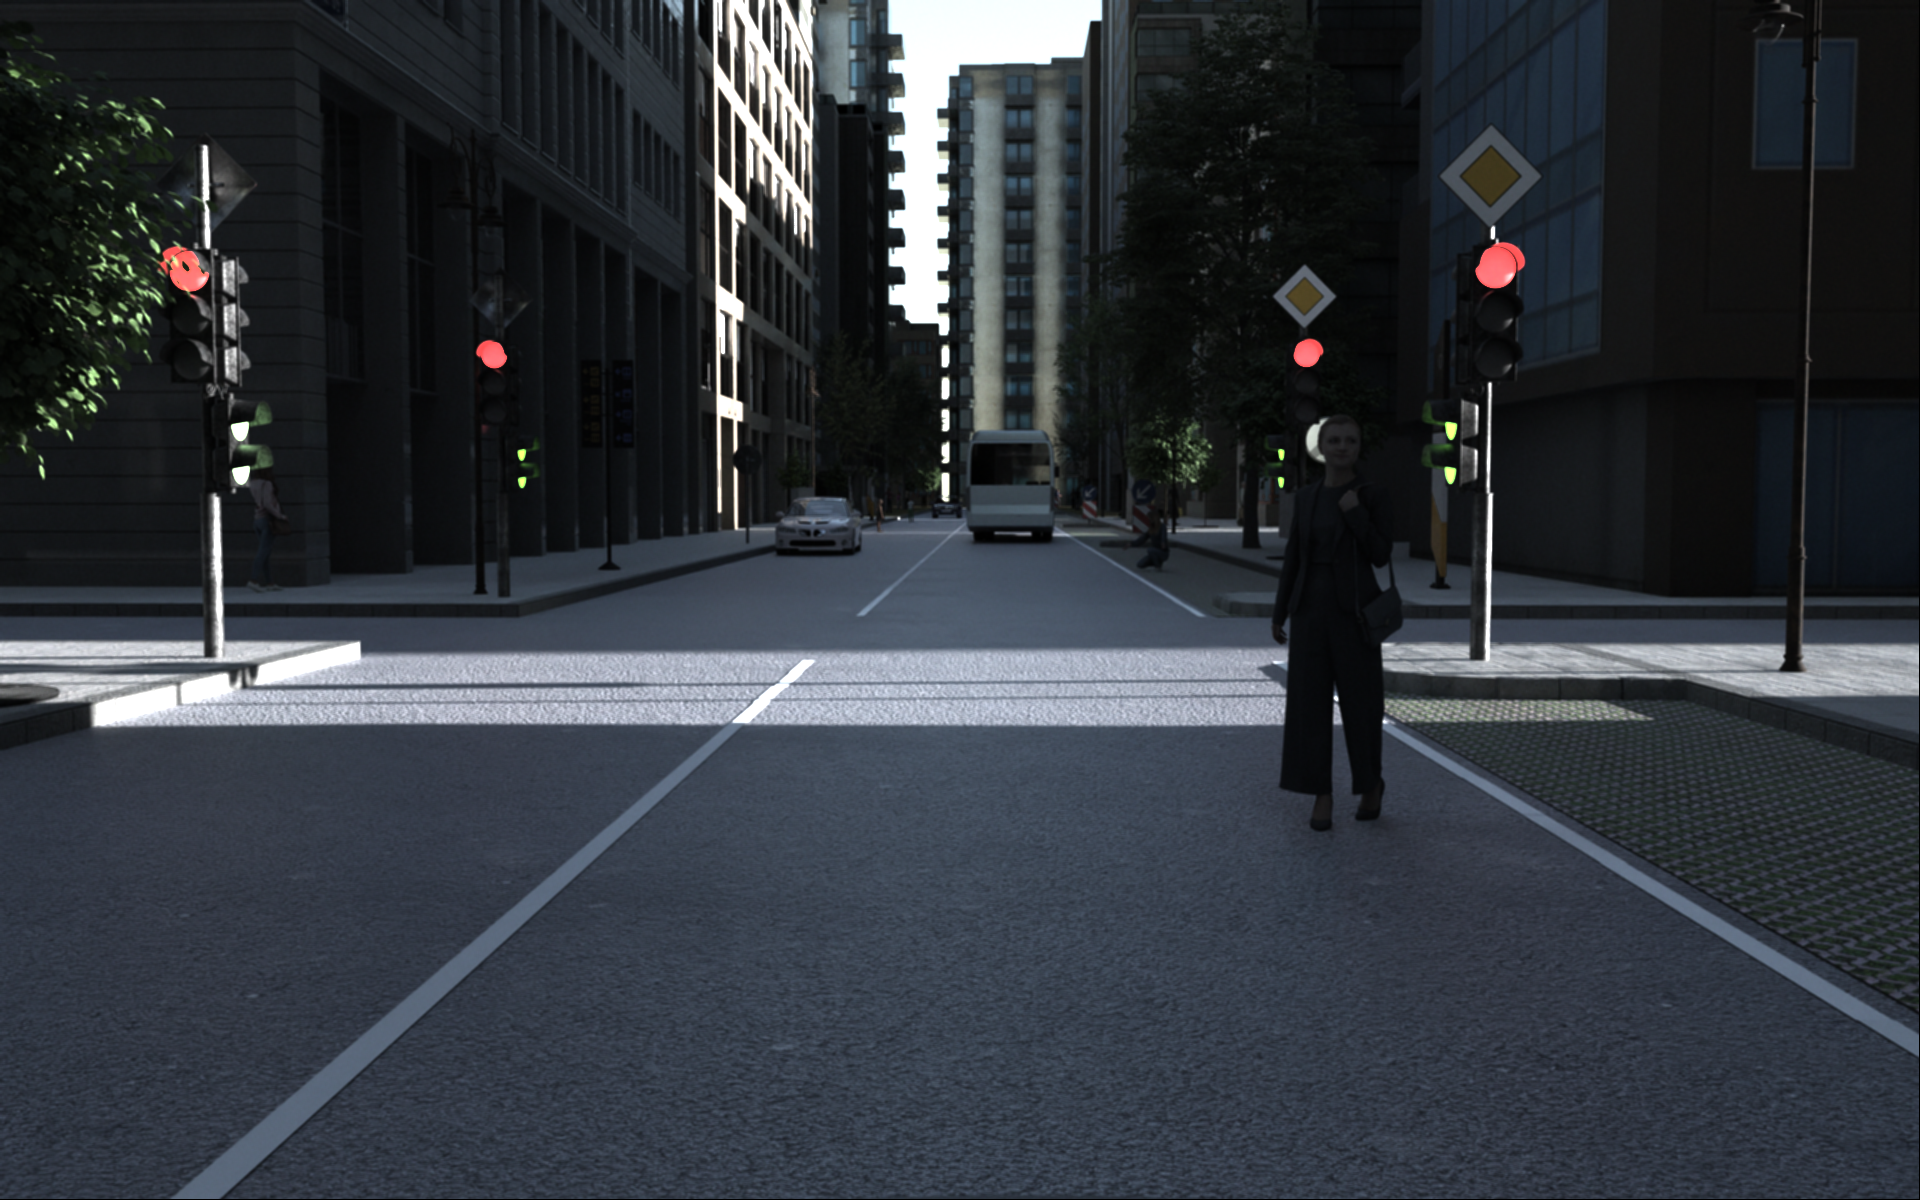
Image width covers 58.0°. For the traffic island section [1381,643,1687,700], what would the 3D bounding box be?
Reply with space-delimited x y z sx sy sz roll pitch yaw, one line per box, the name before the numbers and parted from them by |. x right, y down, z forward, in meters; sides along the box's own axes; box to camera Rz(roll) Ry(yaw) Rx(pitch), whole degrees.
traffic island section | 4.048 0.542 13.422 2.009 0.180 2.903 0 4 1

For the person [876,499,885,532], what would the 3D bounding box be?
person | -2.982 -3.165 64.921 0.373 1.253 0.362 -1 4 -15

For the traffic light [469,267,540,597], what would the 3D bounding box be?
traffic light | -5.673 -1.992 21.495 0.839 4.253 0.868 0 4 1

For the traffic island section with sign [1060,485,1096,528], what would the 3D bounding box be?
traffic island section with sign | 5.418 -4.021 74.377 1.989 1.847 2.006 0 4 1

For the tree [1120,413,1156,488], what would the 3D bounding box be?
tree | 7.423 -4.820 62.518 4.285 4.588 4.351 0 3 0

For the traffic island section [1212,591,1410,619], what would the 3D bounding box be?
traffic island section | 4.226 0.054 21.405 2.009 0.180 2.903 0 4 1

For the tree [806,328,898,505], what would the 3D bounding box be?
tree | -4.815 -7.718 76.546 4.737 8.622 4.395 0 3 0

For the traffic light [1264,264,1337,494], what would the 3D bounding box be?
traffic light | 4.186 -1.980 21.292 0.839 4.253 0.868 0 4 1

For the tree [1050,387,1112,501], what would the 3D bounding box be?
tree | 8.236 -10.259 118.094 4.360 8.622 3.978 0 3 0

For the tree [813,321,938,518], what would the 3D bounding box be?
tree | -5.237 -9.668 92.476 8.767 10.594 7.601 0 4 6

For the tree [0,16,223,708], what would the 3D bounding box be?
tree | -6.305 -1.646 10.621 4.285 4.588 4.351 0 3 0

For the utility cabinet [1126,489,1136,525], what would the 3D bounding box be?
utility cabinet | 7.061 -3.845 71.540 0.318 1.500 1.173 1 4 13

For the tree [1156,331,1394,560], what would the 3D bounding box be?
tree | 6.743 -3.089 34.211 4.285 4.588 4.351 0 3 0

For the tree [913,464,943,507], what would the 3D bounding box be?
tree | -3.320 -11.657 174.297 4.285 4.588 4.351 0 3 0

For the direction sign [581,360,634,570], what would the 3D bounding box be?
direction sign | -5.956 -2.283 29.327 0.876 3.537 0.379 0 4 -2

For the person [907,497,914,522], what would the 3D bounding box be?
person | -2.487 -4.579 87.623 0.306 1.304 0.590 -1 4 -12

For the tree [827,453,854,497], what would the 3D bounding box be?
tree | -5.668 -5.280 80.936 1.663 3.219 1.824 0 3 0

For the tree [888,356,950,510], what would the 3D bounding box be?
tree | -4.595 -13.668 141.600 7.486 12.596 7.792 0 3 0

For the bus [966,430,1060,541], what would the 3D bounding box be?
bus | 1.805 -3.778 56.633 2.948 3.499 13.247 0 4 3

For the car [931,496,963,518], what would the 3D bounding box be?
car | -0.765 -5.592 104.016 1.945 1.354 3.894 0 4 2

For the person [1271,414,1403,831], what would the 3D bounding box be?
person | 1.630 0.085 7.533 0.576 1.772 0.534 1 4 17

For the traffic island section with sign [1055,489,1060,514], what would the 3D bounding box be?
traffic island section with sign | 6.503 -7.003 123.134 1.989 1.847 2.006 0 4 1

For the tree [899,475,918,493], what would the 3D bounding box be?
tree | -4.367 -9.470 149.432 1.663 3.219 1.824 0 3 0

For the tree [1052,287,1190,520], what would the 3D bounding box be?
tree | 8.219 -9.898 87.585 9.928 11.665 9.643 0 3 0

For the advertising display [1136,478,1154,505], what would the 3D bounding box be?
advertising display | 7.181 -3.798 67.319 0.123 1.923 0.974 -2 4 -34

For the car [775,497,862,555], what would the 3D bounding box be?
car | -3.418 -1.835 42.370 2.083 1.381 4.827 0 3 0

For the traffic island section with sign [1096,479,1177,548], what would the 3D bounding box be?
traffic island section with sign | 4.806 -2.342 46.913 1.989 1.847 2.006 0 4 1

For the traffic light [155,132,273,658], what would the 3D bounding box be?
traffic light | -5.851 -1.504 13.511 0.839 4.253 0.868 0 4 1

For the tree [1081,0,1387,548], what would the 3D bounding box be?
tree | 6.526 -7.487 40.539 7.486 12.596 7.792 0 3 0

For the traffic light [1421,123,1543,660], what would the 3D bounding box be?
traffic light | 4.008 -1.492 13.309 0.839 4.253 0.868 0 4 1

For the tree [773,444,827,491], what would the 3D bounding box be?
tree | -6.382 -4.380 66.208 1.663 3.219 1.824 0 3 0

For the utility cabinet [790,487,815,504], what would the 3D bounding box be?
utility cabinet | -5.272 -3.015 57.966 0.318 1.500 1.173 2 4 23

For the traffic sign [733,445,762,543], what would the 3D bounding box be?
traffic sign | -5.516 -2.740 44.910 0.768 2.556 0.104 0 4 8

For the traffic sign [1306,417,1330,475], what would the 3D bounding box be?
traffic sign | 6.083 -1.749 28.701 0.768 2.556 0.104 0 4 8

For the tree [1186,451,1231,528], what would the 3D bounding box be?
tree | 9.340 -4.410 66.710 1.663 3.219 1.824 0 3 0
